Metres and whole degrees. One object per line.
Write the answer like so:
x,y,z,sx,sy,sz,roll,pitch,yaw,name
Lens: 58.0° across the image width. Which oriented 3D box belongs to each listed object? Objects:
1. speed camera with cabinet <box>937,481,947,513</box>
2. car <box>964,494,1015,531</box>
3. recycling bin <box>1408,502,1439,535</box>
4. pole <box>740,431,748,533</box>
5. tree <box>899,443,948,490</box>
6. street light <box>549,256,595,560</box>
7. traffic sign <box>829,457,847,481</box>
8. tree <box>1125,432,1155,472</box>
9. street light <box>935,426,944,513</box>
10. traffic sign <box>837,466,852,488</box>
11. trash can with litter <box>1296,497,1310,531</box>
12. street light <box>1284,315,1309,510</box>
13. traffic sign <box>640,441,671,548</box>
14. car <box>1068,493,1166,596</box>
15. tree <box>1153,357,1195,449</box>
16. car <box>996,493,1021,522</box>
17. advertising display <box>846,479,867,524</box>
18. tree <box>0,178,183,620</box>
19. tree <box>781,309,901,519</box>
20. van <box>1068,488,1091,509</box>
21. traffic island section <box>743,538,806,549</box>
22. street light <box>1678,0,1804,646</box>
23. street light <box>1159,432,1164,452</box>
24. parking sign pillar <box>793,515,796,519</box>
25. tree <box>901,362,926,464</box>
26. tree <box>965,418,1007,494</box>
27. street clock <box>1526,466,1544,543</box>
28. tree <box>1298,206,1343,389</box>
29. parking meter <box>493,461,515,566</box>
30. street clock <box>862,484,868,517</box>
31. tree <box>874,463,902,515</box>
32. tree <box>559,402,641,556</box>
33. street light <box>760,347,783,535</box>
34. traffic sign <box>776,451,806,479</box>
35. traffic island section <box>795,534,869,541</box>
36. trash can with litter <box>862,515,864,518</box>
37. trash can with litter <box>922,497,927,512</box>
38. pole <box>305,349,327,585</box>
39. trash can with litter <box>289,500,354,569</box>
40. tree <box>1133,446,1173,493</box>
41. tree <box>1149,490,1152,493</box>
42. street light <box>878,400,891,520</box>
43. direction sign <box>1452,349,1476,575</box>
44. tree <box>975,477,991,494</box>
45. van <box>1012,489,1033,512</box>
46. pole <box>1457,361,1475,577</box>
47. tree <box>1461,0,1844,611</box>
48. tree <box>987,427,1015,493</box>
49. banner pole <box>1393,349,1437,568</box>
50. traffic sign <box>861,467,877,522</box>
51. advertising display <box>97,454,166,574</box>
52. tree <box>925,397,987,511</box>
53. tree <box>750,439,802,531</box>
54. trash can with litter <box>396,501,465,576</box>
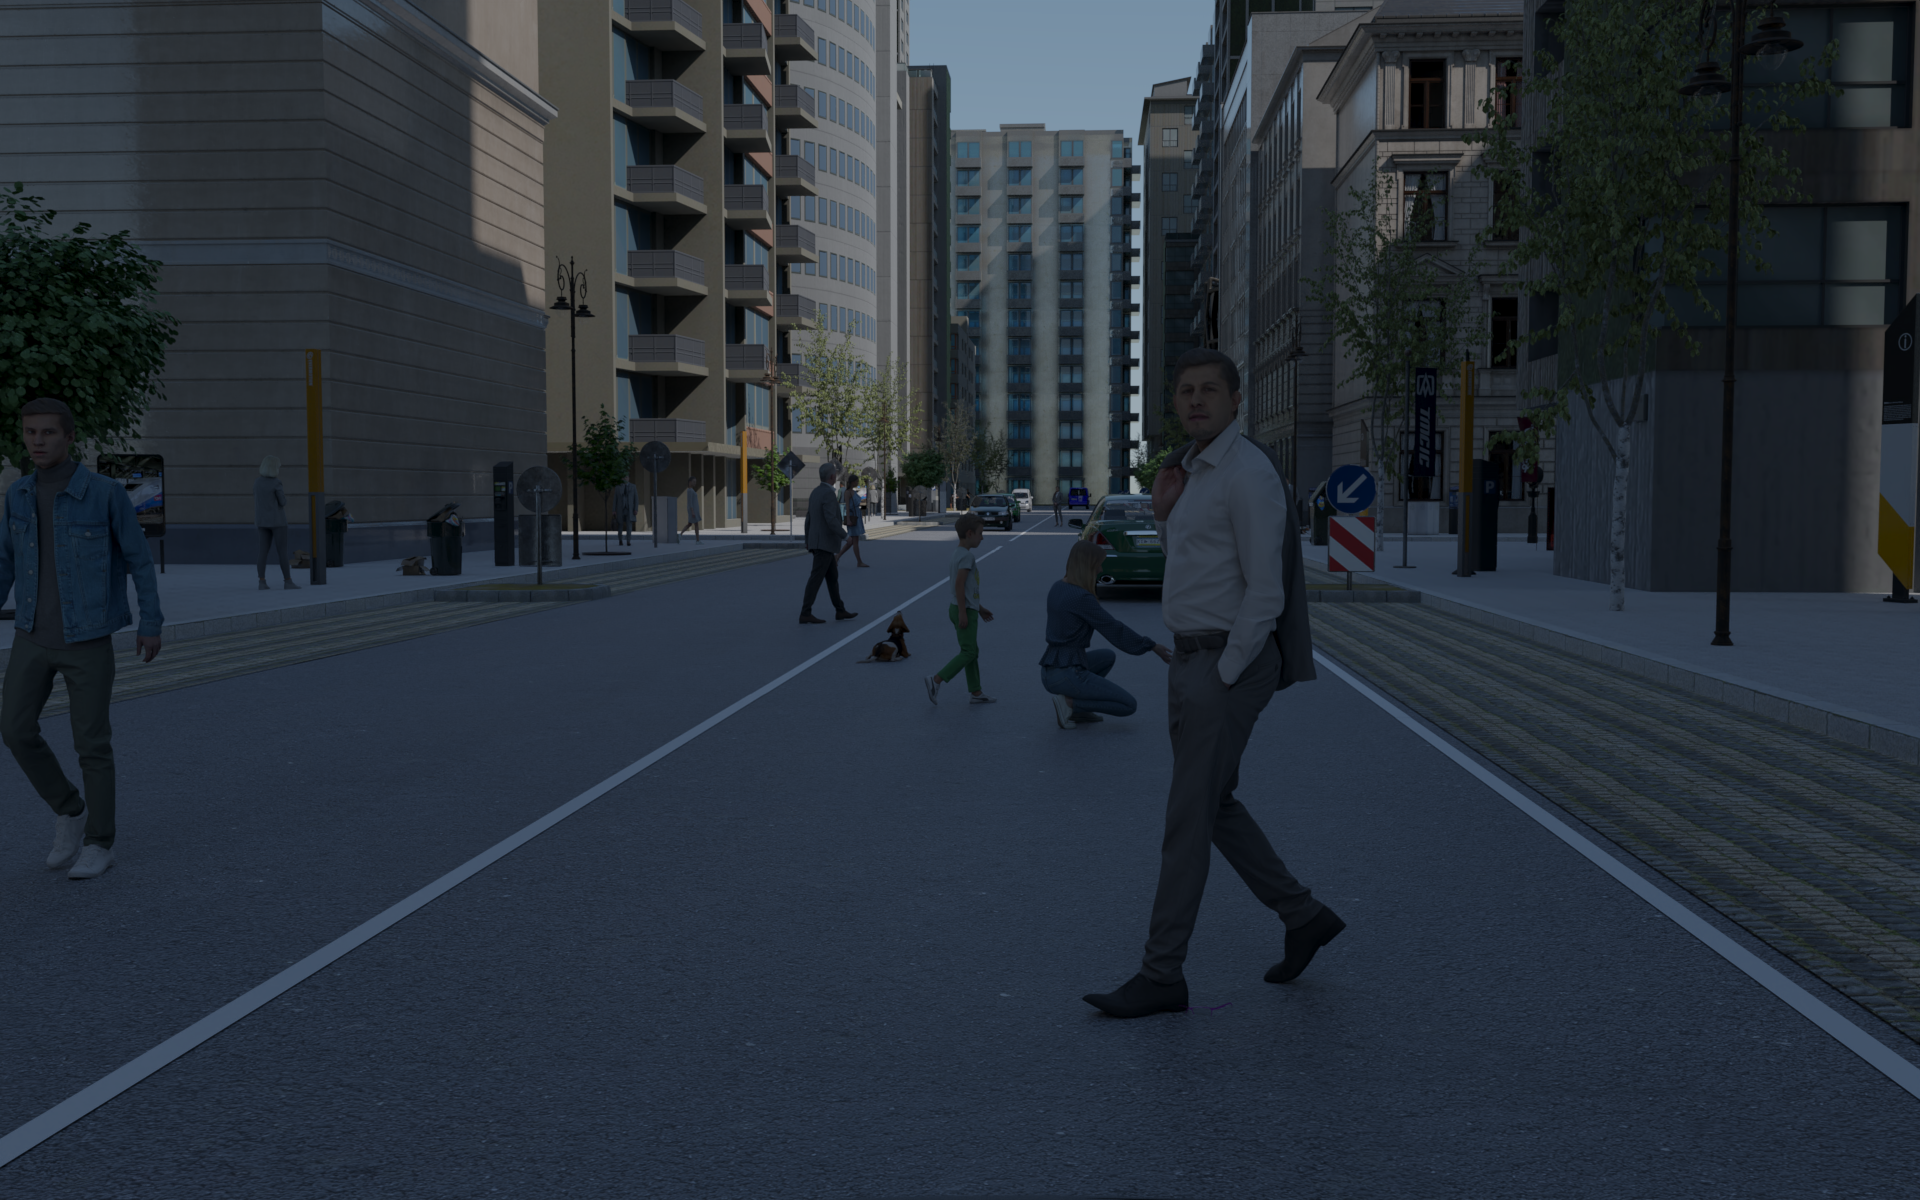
-1.226,-7.664,119.636,0.660,3.252,2.038,0,4,-1,speed camera with cabinet
1.190,-3.589,68.462,2.009,1.686,4.222,0,4,3,car
14.524,-2.552,54.278,0.722,1.027,0.722,-3,5,-44,recycling bin
-7.033,-3.823,56.346,0.158,3.312,0.155,0,3,0,pole
-2.291,-7.770,110.752,4.285,4.588,4.351,0,3,0,tree
-7.528,-3.731,33.785,0.468,5.910,1.993,0,4,4,street light
-3.954,-3.190,54.355,0.795,2.593,0.064,0,4,4,traffic sign
21.449,-15.476,203.389,4.360,8.622,3.978,0,3,0,tree
-1.395,-8.763,116.066,0.468,5.910,1.993,0,4,4,street light
-4.814,-4.432,72.460,0.884,2.594,0.081,0,4,8,traffic sign
11.403,-3.045,60.838,2.233,1.210,1.678,2,4,23,trash can with litter
8.715,-4.417,45.001,0.468,5.910,1.993,0,4,4,street light
-7.281,-2.523,41.364,0.768,2.556,0.104,0,4,7,traffic sign
2.625,-0.810,25.038,2.131,1.459,4.920,0,4,4,car
12.260,-8.661,91.975,4.737,8.622,4.395,0,3,0,tree
2.170,-4.893,88.800,1.959,1.807,4.718,0,4,4,car
-4.428,-4.220,74.218,0.974,1.923,0.123,-2,4,-33,advertising display
-9.870,-2.102,18.087,4.285,4.588,4.351,0,3,0,tree
-5.020,-7.219,68.397,4.737,8.622,4.395,0,3,0,tree
11.283,-9.764,164.020,2.240,2.365,5.245,0,4,6,van
-4.566,-1.479,46.460,2.009,0.180,2.903,0,4,4,traffic island section
6.470,-2.553,14.525,0.468,5.910,1.993,0,4,4,street light
14.792,-9.461,127.478,0.468,5.910,1.993,0,4,4,street light
-9.318,-6.237,90.445,1.447,3.967,1.447,-1,4,-8,parking sign pillar
-3.944,-8.551,90.173,4.737,8.622,4.395,0,3,0,tree
2.238,-13.131,165.046,4.737,8.622,4.395,0,3,0,tree
14.933,-2.480,45.119,0.358,2.002,0.471,-2,4,-27,street clock
9.682,-5.402,38.688,4.737,8.622,4.395,0,3,0,tree
-8.118,-1.536,30.827,0.255,1.863,0.399,0,4,6,parking meter
-5.500,-5.770,98.913,0.471,2.002,0.358,0,4,3,street clock
-4.290,-6.853,106.641,1.663,3.219,1.824,0,3,0,tree
-7.592,-2.558,36.430,1.663,3.219,1.824,0,3,0,tree
-5.931,-5.009,54.677,0.468,5.910,1.993,0,4,4,street light
-4.542,-2.703,46.391,0.795,2.593,0.064,0,4,4,traffic sign
-3.978,-1.966,54.424,2.009,0.180,2.903,0,4,4,traffic island section
-5.241,-4.652,87.445,0.624,1.170,1.055,-3,5,-41,trash can with litter
-2.439,-5.862,107.226,0.624,1.170,1.055,-2,4,-24,trash can with litter
-9.085,-1.870,24.424,0.158,3.312,0.155,0,3,0,pole
-11.126,-1.145,30.104,0.624,1.170,1.055,2,4,32,trash can with litter
14.188,-8.132,116.675,4.285,4.588,4.351,0,3,0,tree
18.648,-10.522,166.640,1.663,3.219,1.824,0,3,0,tree
-3.709,-6.879,85.254,0.468,5.910,1.993,0,4,4,street light
8.038,-2.172,27.517,0.379,3.537,0.876,1,4,18,direction sign
2.338,-11.602,184.286,1.663,3.219,1.824,0,3,0,tree
4.885,-8.098,139.415,2.013,2.044,4.112,0,4,5,van
7.803,-2.010,26.707,0.158,3.312,0.155,0,3,0,pole
7.342,-4.198,18.995,4.737,8.622,4.395,0,3,0,tree
4.096,-14.754,191.583,4.360,8.622,3.978,0,3,0,tree
7.941,-2.451,30.084,0.863,3.779,0.401,-2,4,-23,banner pole
-4.246,-4.935,80.797,0.768,2.556,0.104,0,4,7,traffic sign
-13.283,-1.381,27.789,0.974,1.923,0.123,-1,4,-23,advertising display
-0.474,-11.064,131.257,4.360,8.622,3.978,0,3,0,tree
-6.533,-3.999,59.982,1.663,3.219,1.824,0,3,0,tree
-8.345,-0.972,27.271,1.055,1.170,0.624,0,4,0,trash can with litter
